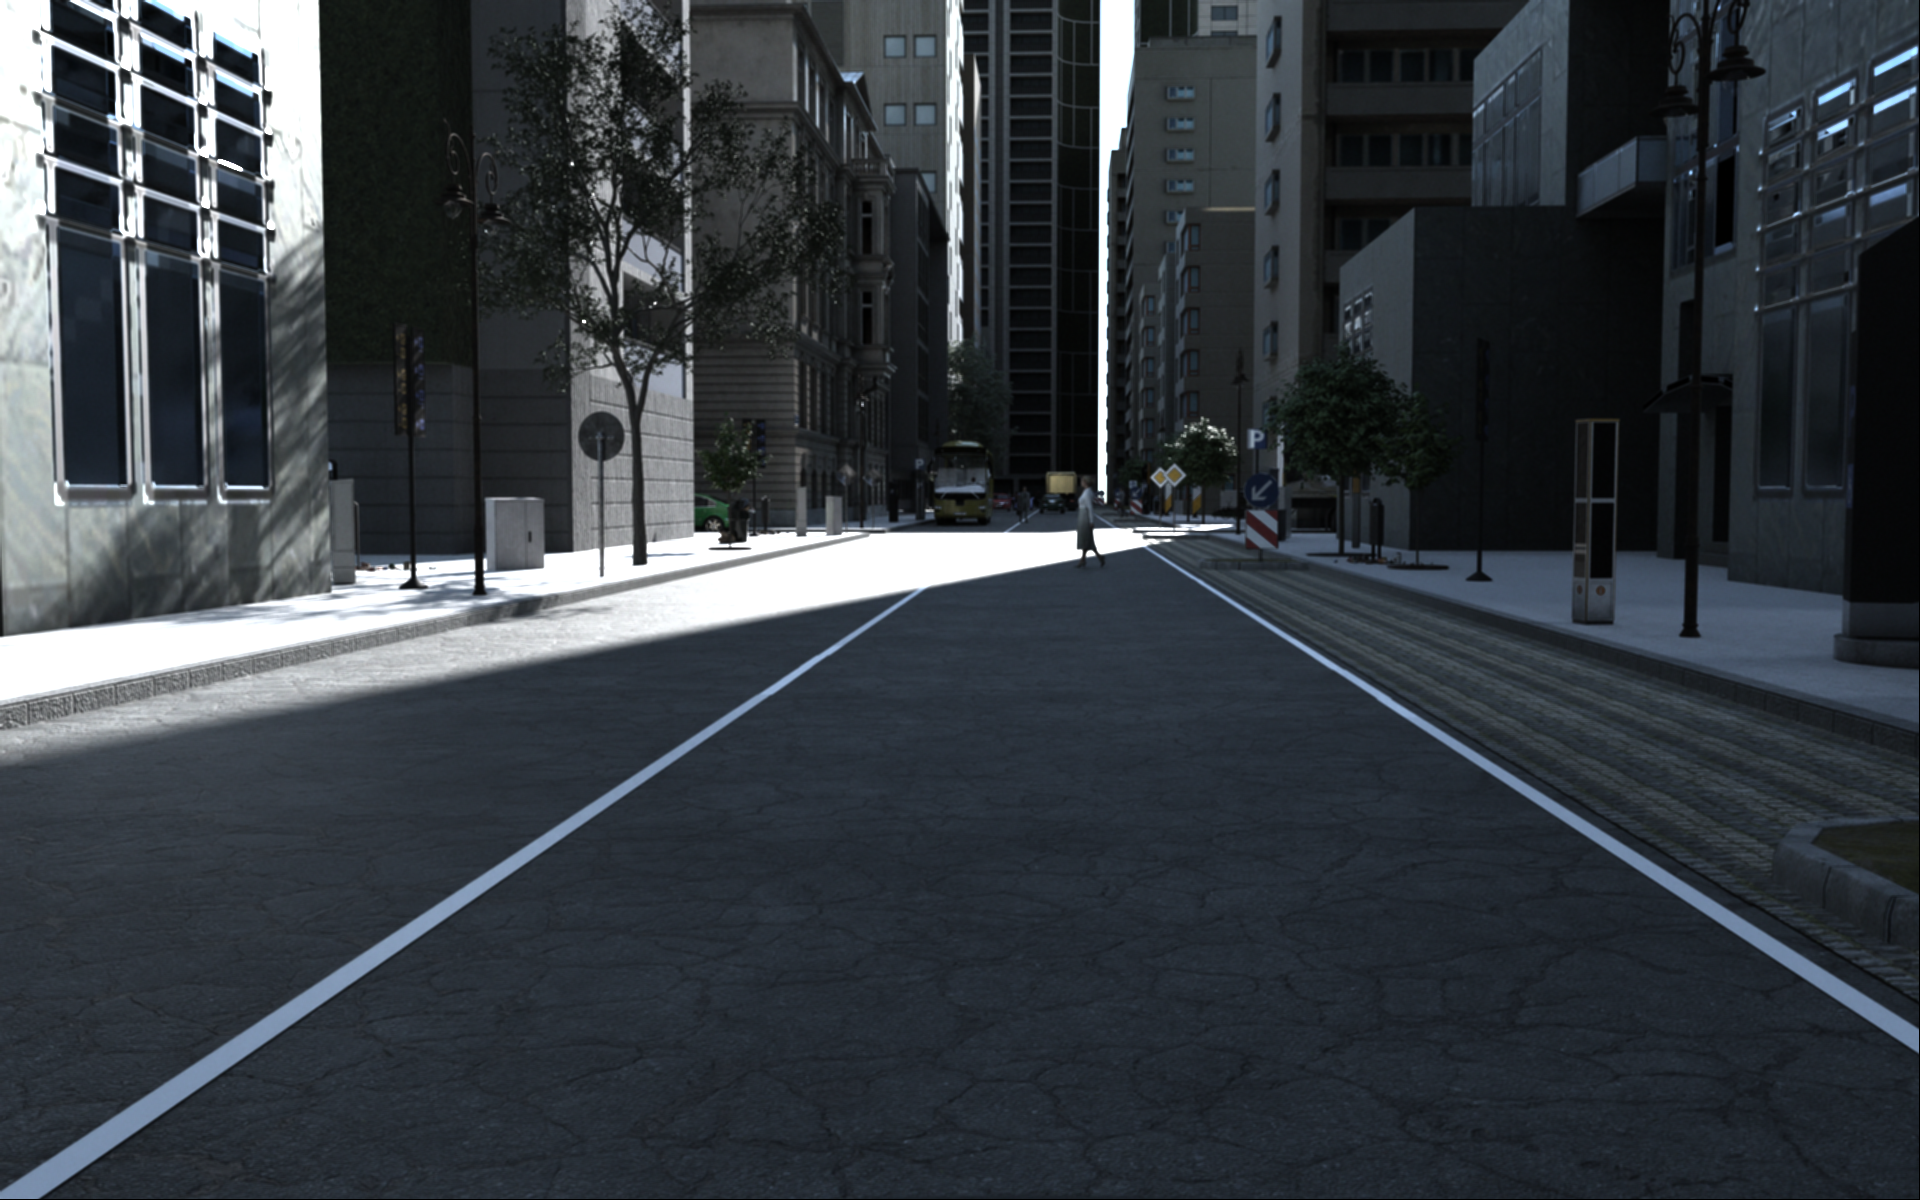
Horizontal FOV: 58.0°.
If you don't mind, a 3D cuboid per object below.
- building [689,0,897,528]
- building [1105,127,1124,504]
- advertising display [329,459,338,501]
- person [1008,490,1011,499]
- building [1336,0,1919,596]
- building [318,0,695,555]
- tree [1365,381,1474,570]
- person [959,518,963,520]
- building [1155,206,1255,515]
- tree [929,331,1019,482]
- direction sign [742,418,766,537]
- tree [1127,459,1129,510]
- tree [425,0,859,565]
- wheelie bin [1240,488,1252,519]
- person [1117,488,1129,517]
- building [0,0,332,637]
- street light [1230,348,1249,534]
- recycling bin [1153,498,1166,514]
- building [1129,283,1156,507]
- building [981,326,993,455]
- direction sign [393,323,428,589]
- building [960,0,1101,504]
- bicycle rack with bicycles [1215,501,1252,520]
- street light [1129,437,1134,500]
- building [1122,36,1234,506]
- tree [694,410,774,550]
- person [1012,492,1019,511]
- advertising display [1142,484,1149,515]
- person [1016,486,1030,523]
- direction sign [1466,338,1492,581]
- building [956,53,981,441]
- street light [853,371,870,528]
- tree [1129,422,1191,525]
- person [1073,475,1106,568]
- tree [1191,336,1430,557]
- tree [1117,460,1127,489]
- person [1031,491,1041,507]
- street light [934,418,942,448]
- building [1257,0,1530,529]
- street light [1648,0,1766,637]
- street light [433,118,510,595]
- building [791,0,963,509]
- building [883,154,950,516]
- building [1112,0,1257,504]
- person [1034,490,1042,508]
[{"bbox_3d":[-10.392,-16.116,82.582,14.460,24.649,34.723,0,4,3],"label":"building"},{"bbox_3d":[30.299,-37.168,231.390,21.600,48.544,21.300,0,4,3],"label":"building"},{"bbox_3d":[-12.107,-1.662,32.393,0.974,1.923,0.123,1,4,10],"label":"advertising display"},{"bbox_3d":[5.085,-10.264,176.403,0.705,1.814,1.350,0,4,2],"label":"person"},{"bbox_3d":[21.025,-43.933,30.973,22.319,86.520,31.000,0,4,3],"label":"building"},{"bbox_3d":[-22.041,-30.792,45.451,28.212,58.520,21.231,0,4,3],"label":"building"},{"bbox_3d":[7.750,-2.150,29.760,1.663,3.219,1.824,0,3,0],"label":"tree"},{"bbox_3d":[0.052,-5.342,95.962,0.709,1.813,0.853,-2,4,-25],"label":"person"},{"bbox_3d":[28.187,-16.698,118.055,27.650,21.520,28.899,0,4,3],"label":"building"},{"bbox_3d":[-0.295,-13.965,134.990,9.857,13.997,8.962,0,3,0],"label":"tree"},{"bbox_3d":[-6.197,-3.680,52.159,0.379,3.537,0.876,3,5,43],"label":"direction sign"},{"bbox_3d":[10.342,-5.825,78.950,4.285,4.588,4.351,0,3,0],"label":"tree"},{"bbox_3d":[-5.683,-5.926,31.300,8.767,10.594,7.601,1,4,12],"label":"tree"},{"bbox_3d":[14.778,-5.003,89.714,0.693,1.594,0.980,-3,5,-44],"label":"wheelie bin"},{"bbox_3d":[10.105,-6.082,108.057,0.853,1.813,0.709,-1,4,-15],"label":"person"},{"bbox_3d":[-18.230,-42.343,4.976,22.319,86.520,31.000,0,4,3],"label":"building"},{"bbox_3d":[8.850,-5.023,54.914,0.468,5.910,1.993,0,4,3],"label":"street light"},{"bbox_3d":[12.742,-5.954,109.909,0.722,1.027,0.722,-2,4,-26],"label":"recycling bin"},{"bbox_3d":[29.706,-19.011,155.865,27.650,21.520,28.899,0,4,3],"label":"building"},{"bbox_3d":[-11.130,-21.815,201.711,28.899,21.520,27.650,0,4,3],"label":"building"},{"bbox_3d":[-7.421,-1.922,23.420,0.379,3.537,0.876,0,4,7],"label":"direction sign"},{"bbox_3d":[8.410,-48.537,231.829,20.611,71.187,20.563,0,4,3],"label":"building"},{"bbox_3d":[14.272,-4.505,87.045,2.925,0.926,2.852,-2,4,-25],"label":"bicycle rack with bicycles"},{"bbox_3d":[13.645,-10.074,137.505,0.468,5.910,1.993,0,4,3],"label":"street light"},{"bbox_3d":[28.350,-34.074,180.803,21.300,48.544,21.600,0,4,3],"label":"building"},{"bbox_3d":[-5.397,-2.772,39.929,1.663,3.219,1.824,0,3,0],"label":"tree"},{"bbox_3d":[4.673,-8.350,146.489,0.593,1.643,0.415,0,4,5],"label":"person"},{"bbox_3d":[11.438,-6.212,106.772,0.123,1.923,0.974,-1,4,-14],"label":"advertising display"},{"bbox_3d":[3.203,-4.792,86.947,0.694,1.812,0.767,-1,4,-9],"label":"person"},{"bbox_3d":[7.684,-2.051,25.532,0.379,3.537,0.876,2,4,27],"label":"direction sign"},{"bbox_3d":[-5.108,-32.046,174.063,14.600,45.320,14.200,0,4,3],"label":"building"},{"bbox_3d":[-3.692,-5.631,64.861,0.468,5.910,1.993,0,4,3],"label":"street light"},{"bbox_3d":[10.218,-5.405,72.089,4.285,4.588,4.351,0,3,0],"label":"tree"},{"bbox_3d":[2.533,-1.530,33.747,0.641,1.798,0.478,1,4,17],"label":"person"},{"bbox_3d":[7.911,-3.203,36.081,4.285,4.588,4.351,0,3,0],"label":"tree"},{"bbox_3d":[14.444,-9.602,140.704,4.285,4.588,4.351,0,3,0],"label":"tree"},{"bbox_3d":[8.337,-11.166,191.204,1.348,1.807,0.705,1,4,23],"label":"person"},{"bbox_3d":[-1.342,-8.058,104.533,0.468,5.910,1.993,0,4,3],"label":"street light"},{"bbox_3d":[23.493,-27.434,72.240,21.600,48.544,21.300,0,4,3],"label":"building"},{"bbox_3d":[6.565,-2.606,15.398,0.468,5.910,1.993,0,4,3],"label":"street light"},{"bbox_3d":[-6.111,-3.001,21.857,0.468,5.910,1.993,0,4,3],"label":"street light"},{"bbox_3d":[-13.695,-34.511,153.498,28.713,52.752,27.495,0,4,3],"label":"building"},{"bbox_3d":[-8.713,-18.110,115.160,14.314,24.678,30.058,0,4,3],"label":"building"},{"bbox_3d":[28.494,-46.664,201.206,20.563,71.187,20.611,0,4,3],"label":"building"},{"bbox_3d":[7.988,-10.237,176.018,1.348,1.807,0.705,-3,4,-37],"label":"person"}]
